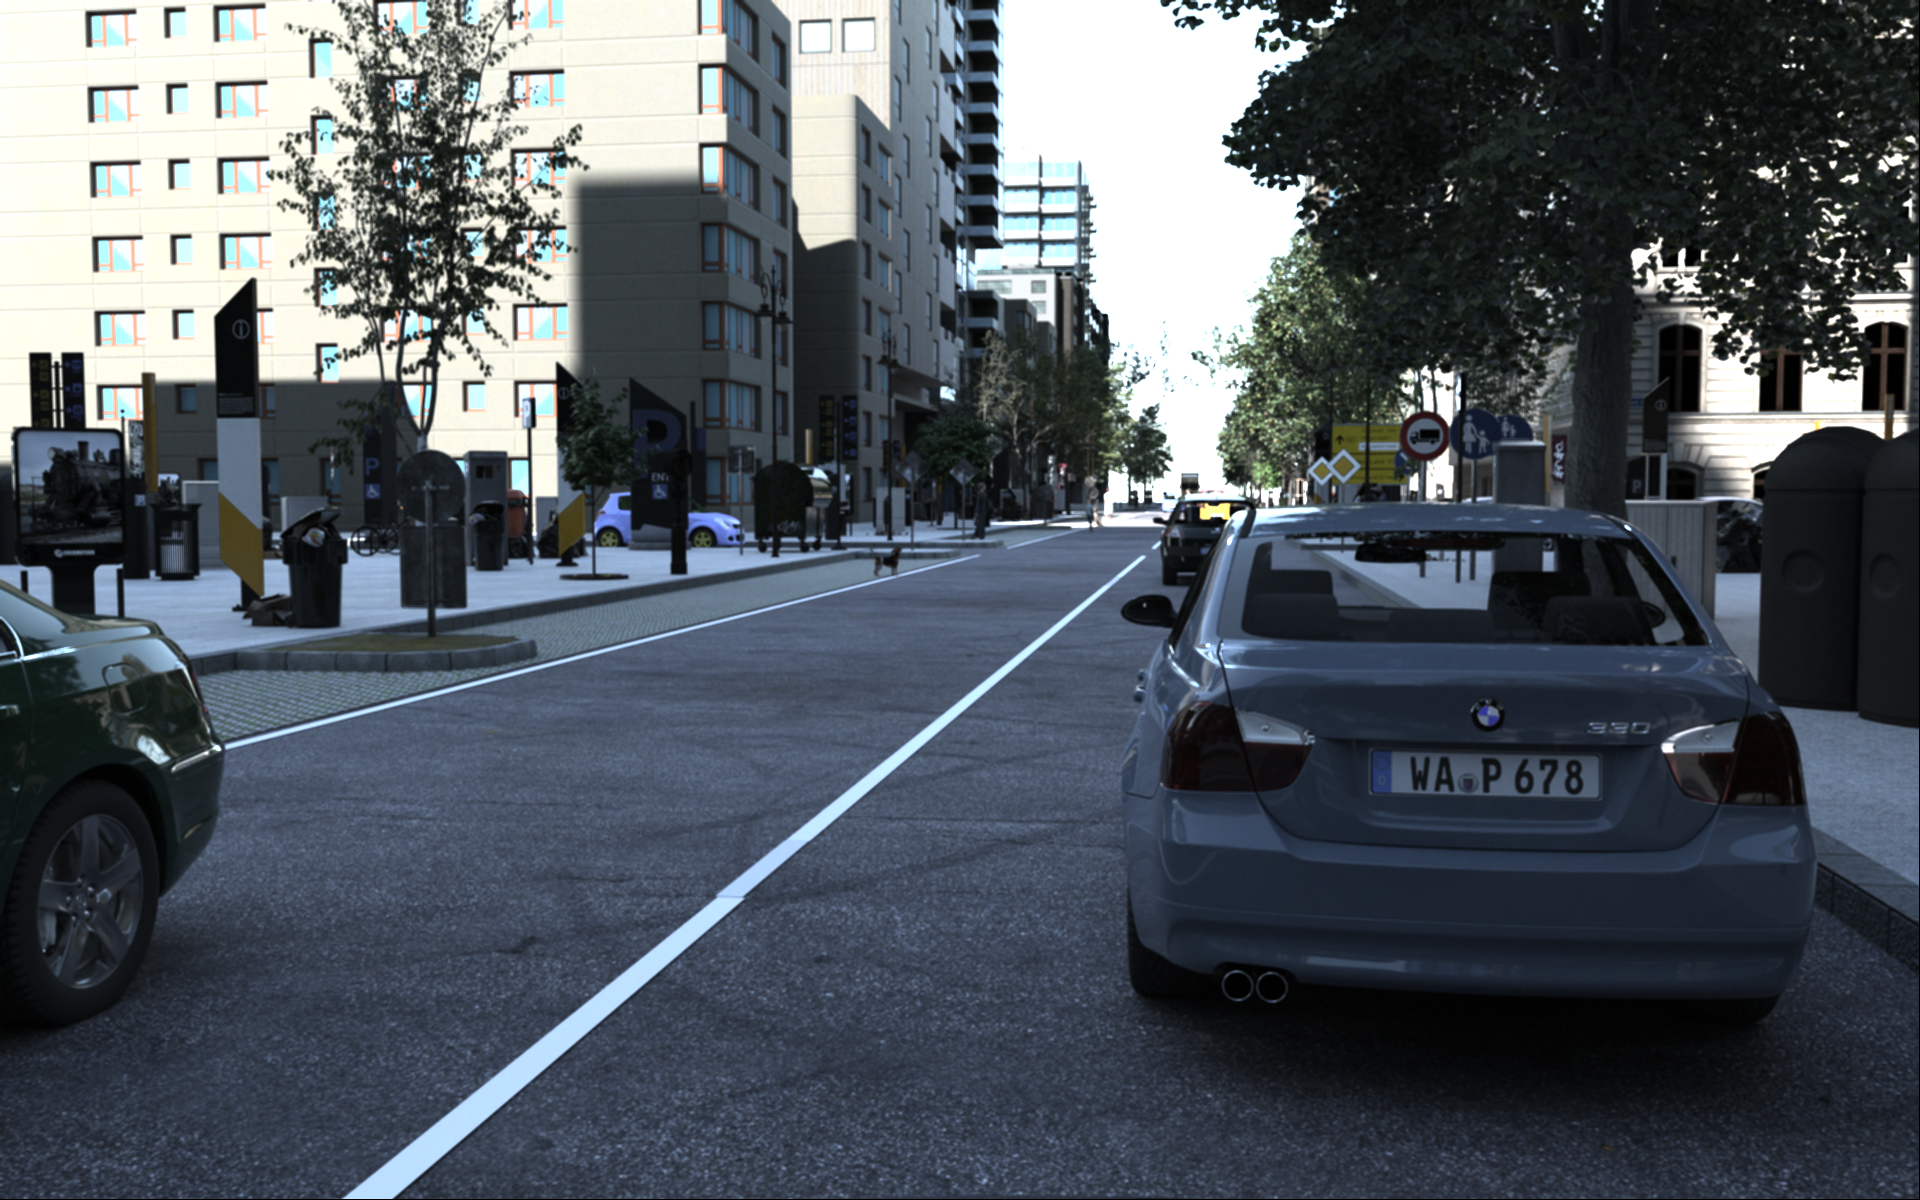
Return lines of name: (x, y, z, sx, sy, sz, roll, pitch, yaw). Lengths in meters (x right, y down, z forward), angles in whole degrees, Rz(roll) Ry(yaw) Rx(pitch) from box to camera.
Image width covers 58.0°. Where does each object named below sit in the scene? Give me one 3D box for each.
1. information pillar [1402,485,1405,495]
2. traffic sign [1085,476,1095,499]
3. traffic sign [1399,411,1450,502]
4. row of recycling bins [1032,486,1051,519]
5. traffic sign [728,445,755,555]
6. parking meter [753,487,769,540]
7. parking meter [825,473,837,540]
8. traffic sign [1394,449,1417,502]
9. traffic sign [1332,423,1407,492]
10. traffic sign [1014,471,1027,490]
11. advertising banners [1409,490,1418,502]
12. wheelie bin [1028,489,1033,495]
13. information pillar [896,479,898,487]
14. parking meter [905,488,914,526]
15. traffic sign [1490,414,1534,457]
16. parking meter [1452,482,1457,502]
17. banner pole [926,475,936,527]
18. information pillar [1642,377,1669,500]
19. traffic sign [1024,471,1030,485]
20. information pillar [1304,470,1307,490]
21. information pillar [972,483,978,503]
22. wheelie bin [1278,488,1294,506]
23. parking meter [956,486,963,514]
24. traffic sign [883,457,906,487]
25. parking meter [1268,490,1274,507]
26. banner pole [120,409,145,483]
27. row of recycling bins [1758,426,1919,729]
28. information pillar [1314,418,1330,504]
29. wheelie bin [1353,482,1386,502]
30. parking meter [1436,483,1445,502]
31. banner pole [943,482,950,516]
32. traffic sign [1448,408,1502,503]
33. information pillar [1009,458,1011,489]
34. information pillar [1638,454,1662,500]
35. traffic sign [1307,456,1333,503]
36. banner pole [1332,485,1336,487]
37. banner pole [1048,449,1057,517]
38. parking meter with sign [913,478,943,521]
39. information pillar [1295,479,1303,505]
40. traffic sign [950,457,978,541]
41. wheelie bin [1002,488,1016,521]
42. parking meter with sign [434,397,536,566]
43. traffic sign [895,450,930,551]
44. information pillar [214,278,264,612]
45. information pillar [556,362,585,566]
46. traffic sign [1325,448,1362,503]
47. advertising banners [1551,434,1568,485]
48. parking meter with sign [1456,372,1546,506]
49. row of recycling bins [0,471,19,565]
information pillar: (21.993, -5.781, 85.876, 0.183, 3.616, 0.504, 0, 4, 3)
traffic sign: (9.109, -7.425, 121.504, 0.768, 2.556, 0.104, 1, 4, 13)
traffic sign: (7.146, -1.625, 26.681, 0.768, 2.556, 0.104, 1, 4, 11)
row of recycling bins: (4.304, -5.146, 91.243, 1.069, 1.692, 3.534, 0, 4, 4)
traffic sign: (-4.597, -2.095, 36.380, 0.606, 2.300, 0.079, 1, 4, 16)
parking meter: (-5.558, -2.614, 48.450, 0.399, 1.863, 0.255, 1, 4, 20)
parking meter: (-3.577, -2.602, 48.253, 0.399, 1.863, 0.255, -2, 4, -27)
traffic sign: (12.052, -2.843, 46.591, 0.768, 2.556, 0.104, 1, 4, 11)
traffic sign: (11.852, -3.439, 50.098, 2.265, 3.308, 0.079, 1, 4, 18)
traffic sign: (3.368, -5.890, 96.408, 0.768, 2.556, 0.104, 1, 4, 15)
advertising banners: (16.692, -4.142, 63.909, 0.090, 3.025, 2.074, 2, 4, 26)
wheelie bin: (4.849, -6.471, 113.708, 0.980, 1.594, 0.693, -2, 4, -24)
information pillar: (-2.925, -4.763, 82.362, 0.304, 2.012, 0.304, 1, 4, 16)
parking meter: (-2.030, -3.712, 69.096, 0.372, 1.533, 0.369, 0, 3, 0)
traffic sign: (8.727, -1.684, 27.636, 0.768, 2.556, 0.104, 1, 4, 12)
parking meter: (24.774, -4.941, 86.488, 0.399, 1.863, 0.255, -2, 4, -33)
banner pole: (-1.207, -4.810, 68.658, 0.401, 3.779, 0.863, -1, 4, -22)
information pillar: (14.003, -2.663, 34.897, 0.504, 3.616, 0.183, 1, 4, 8)
traffic sign: (3.594, -5.911, 96.753, 0.768, 2.556, 0.104, 1, 4, 12)
information pillar: (23.788, -7.850, 119.703, 0.183, 3.616, 0.504, -2, 4, -27)
information pillar: (0.943, -6.431, 109.640, 0.304, 2.012, 0.304, -3, 5, -44)
wheelie bin: (18.080, -5.397, 96.143, 0.693, 1.594, 0.980, -3, 4, -37)
parking meter: (-0.015, -6.539, 112.615, 0.399, 1.863, 0.255, -3, 4, -39)
traffic sign: (-2.250, -3.672, 60.045, 0.884, 2.594, 0.081, 1, 4, 15)
parking meter: (18.145, -5.664, 101.011, 0.372, 1.533, 0.369, 0, 3, 0)
banner pole: (-24.466, -3.742, 51.193, 0.401, 3.779, 0.863, 3, 5, 41)
row of recycling bins: (5.720, -0.132, 9.264, 1.069, 1.692, 3.534, -1, 4, -18)
information pillar: (11.192, -3.799, 53.468, 0.504, 3.616, 0.183, -1, 4, -17)
wheelie bin: (11.117, -2.386, 46.920, 0.980, 1.594, 0.693, -3, 5, -42)
parking meter: (25.685, -5.313, 92.571, 0.399, 1.863, 0.255, 2, 4, 23)
banner pole: (-1.010, -6.943, 103.542, 0.863, 3.779, 0.401, 1, 4, 21)
traffic sign: (7.654, -1.571, 25.791, 0.768, 2.556, 0.104, 1, 4, 13)
information pillar: (3.228, -7.404, 112.408, 0.183, 3.616, 0.504, 1, 4, 8)
information pillar: (12.657, -1.672, 31.824, 0.304, 2.012, 0.304, -1, 4, -11)
traffic sign: (9.539, -2.572, 45.695, 0.795, 2.450, 0.064, 1, 4, 8)
banner pole: (14.278, -4.649, 66.032, 0.401, 3.779, 0.863, -1, 4, -20)
banner pole: (5.162, -6.493, 96.175, 0.401, 3.779, 0.863, -3, 5, -42)
parking meter with sign: (-1.530, -5.387, 84.335, 1.738, 3.016, 0.543, 2, 4, 34)
information pillar: (16.786, -4.975, 85.828, 0.304, 2.012, 0.304, -1, 4, -19)
traffic sign: (0.102, -2.659, 47.122, 0.795, 2.450, 0.064, 1, 4, 8)
wheelie bin: (2.368, -4.649, 83.921, 0.693, 1.594, 0.980, 0, 4, -6)
parking meter with sign: (-8.512, -2.125, 31.008, 1.738, 3.016, 0.543, -2, 4, -30)
traffic sign: (-1.079, -2.176, 39.224, 0.795, 2.450, 0.064, 1, 4, 8)
information pillar: (-7.854, -1.685, 18.902, 0.504, 3.616, 0.183, 1, 4, 12)
information pillar: (-6.904, -2.404, 30.662, 0.504, 3.616, 0.183, 1, 4, 10)
traffic sign: (8.357, -2.089, 37.797, 0.795, 2.450, 0.064, 1, 4, 8)
advertising banners: (18.209, -3.325, 50.544, 2.074, 3.025, 0.090, 3, 4, 38)
parking meter with sign: (8.025, -1.748, 24.842, 1.738, 3.016, 0.543, 1, 4, 10)
row of recycling bins: (-18.578, -1.467, 31.092, 3.534, 1.692, 1.069, -2, 4, -25)
